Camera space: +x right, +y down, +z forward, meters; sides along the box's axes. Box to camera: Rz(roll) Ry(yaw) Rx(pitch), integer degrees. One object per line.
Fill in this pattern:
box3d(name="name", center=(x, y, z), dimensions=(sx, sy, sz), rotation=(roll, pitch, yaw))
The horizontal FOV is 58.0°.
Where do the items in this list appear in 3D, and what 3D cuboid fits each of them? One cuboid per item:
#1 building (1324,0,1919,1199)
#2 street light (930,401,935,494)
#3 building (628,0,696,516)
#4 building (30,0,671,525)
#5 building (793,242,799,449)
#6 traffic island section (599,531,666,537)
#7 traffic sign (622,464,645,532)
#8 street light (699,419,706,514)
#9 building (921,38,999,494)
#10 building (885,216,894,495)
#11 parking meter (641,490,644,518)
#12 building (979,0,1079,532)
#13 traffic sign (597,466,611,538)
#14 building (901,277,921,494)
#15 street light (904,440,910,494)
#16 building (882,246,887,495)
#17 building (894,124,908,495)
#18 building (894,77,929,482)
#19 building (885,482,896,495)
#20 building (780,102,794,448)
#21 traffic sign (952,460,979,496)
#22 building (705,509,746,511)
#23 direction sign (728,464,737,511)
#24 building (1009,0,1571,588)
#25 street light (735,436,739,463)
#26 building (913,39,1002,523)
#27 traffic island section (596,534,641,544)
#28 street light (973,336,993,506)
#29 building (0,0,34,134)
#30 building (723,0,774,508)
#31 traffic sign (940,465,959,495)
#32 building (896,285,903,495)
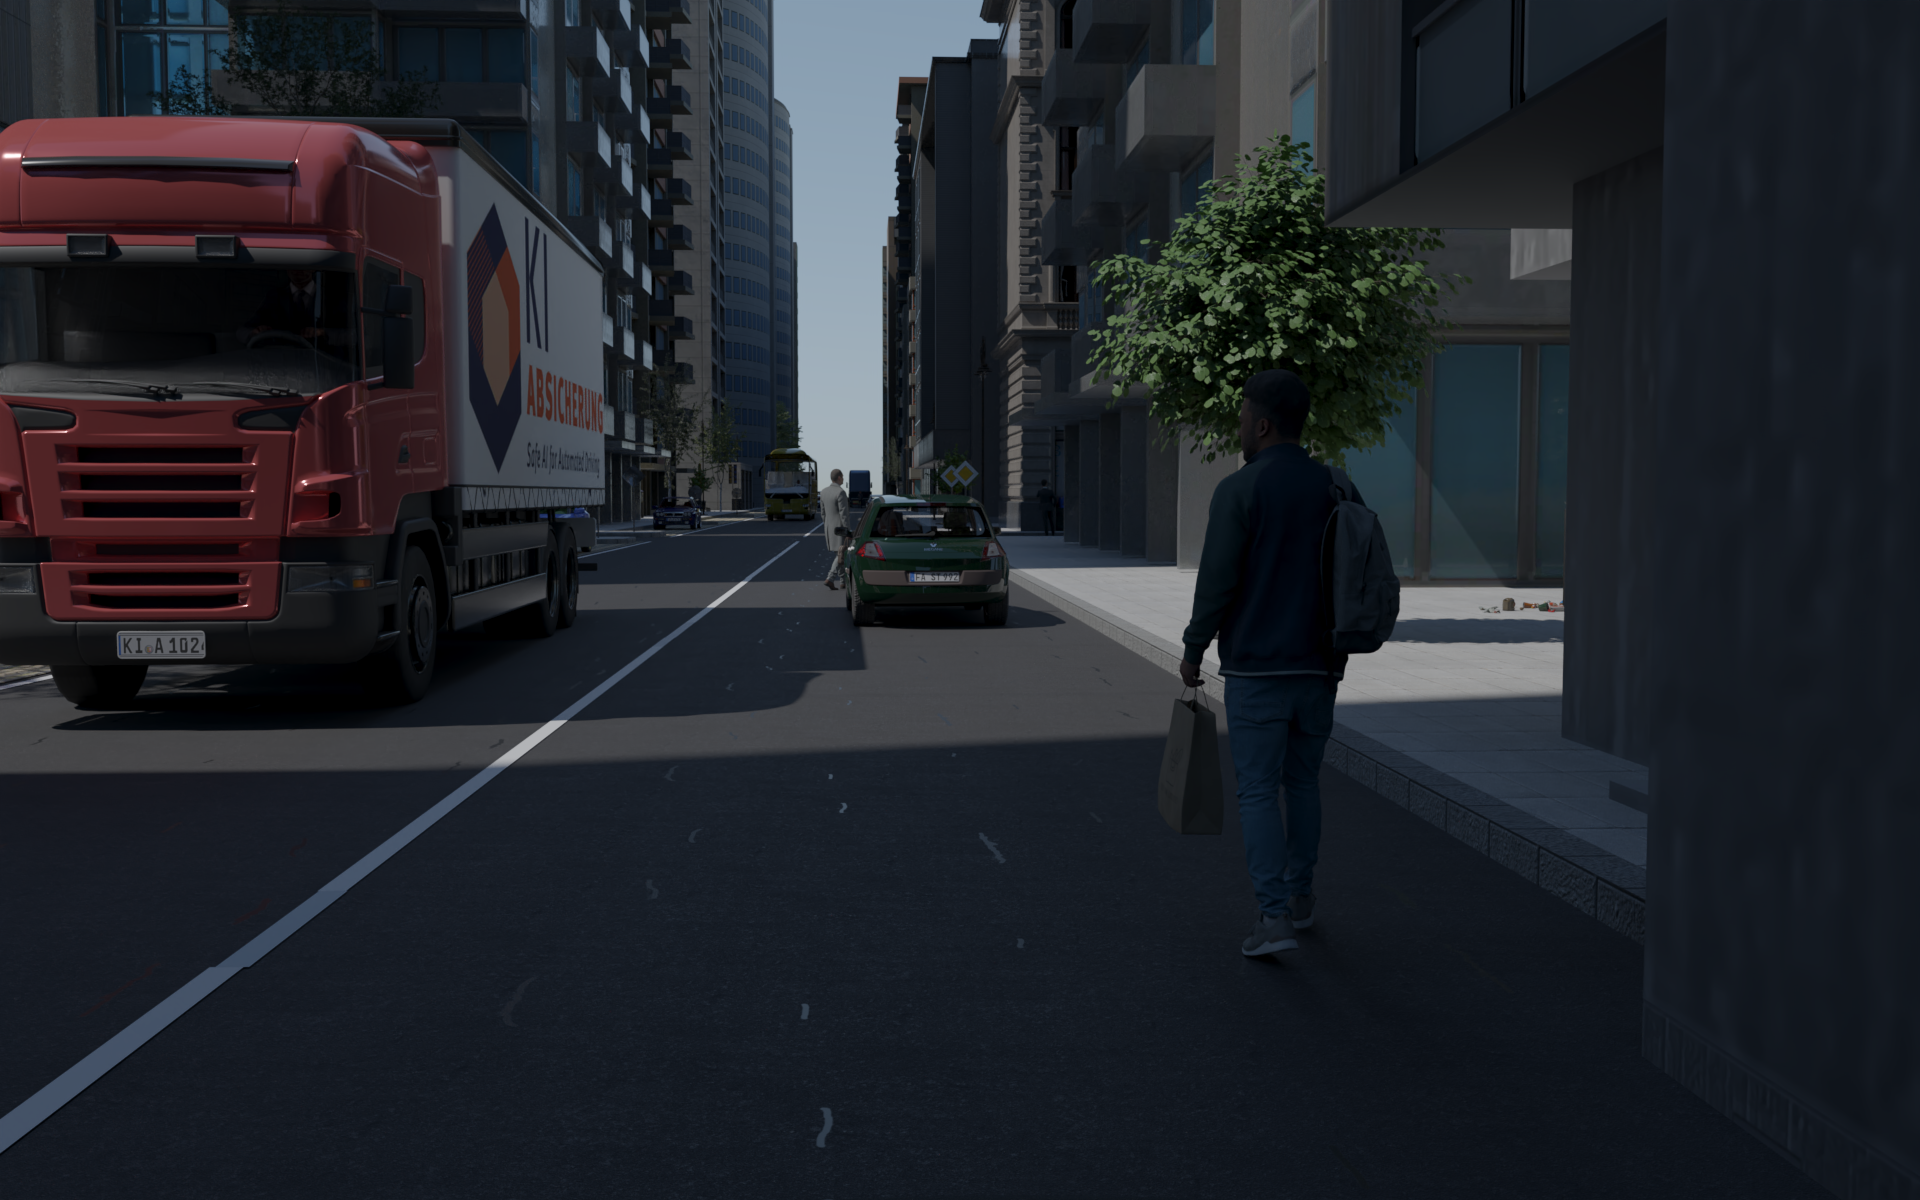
box3d(name="building", center=(8.649, -19.672, 5.236), dimensions=(14.154, 41.232, 14.086), rotation=(0, 4, -3))
box3d(name="street light", center=(-1.276, -6.908, 85.728), dimensions=(0.468, 5.910, 1.993), rotation=(0, 4, -3))
box3d(name="building", center=(-28.585, -27.777, 108.778), dimensions=(22.147, 44.769, 28.867), rotation=(0, 4, -3))
box3d(name="building", center=(-25.014, -27.620, 71.198), dimensions=(23.786, 49.044, 30.456), rotation=(0, 4, -3))
box3d(name="building", center=(-32.732, -36.037, 272.802), dimensions=(14.154, 41.232, 14.086), rotation=(0, 4, -3))
box3d(name="traffic island section", center=(-11.042, -2.219, 58.569), dimensions=(2.009, 0.180, 2.903), rotation=(0, 4, -3))
box3d(name="traffic sign", center=(-11.019, -3.356, 58.509), dimensions=(0.795, 2.450, 0.064), rotation=(0, 4, -3))
box3d(name="street light", center=(-15.850, -8.200, 106.854), dimensions=(0.468, 5.910, 1.993), rotation=(0, 4, -3))
box3d(name="building", center=(3.166, -20.920, 119.529), dimensions=(11.434, 29.767, 29.804), rotation=(0, 4, -3))
box3d(name="building", center=(-4.392, -37.977, 271.034), dimensions=(14.600, 45.320, 14.200), rotation=(0, 4, -3))
box3d(name="parking meter", center=(-17.103, -5.148, 92.575), dimensions=(0.372, 1.533, 0.369), rotation=(0, 3, 0))
box3d(name="building", center=(11.024, -14.370, 63.828), dimensions=(19.941, 23.489, 11.050), rotation=(0, 4, -3))
box3d(name="traffic sign", center=(-10.566, -2.868, 50.537), dimensions=(0.795, 2.450, 0.064), rotation=(0, 4, -3))
box3d(name="building", center=(9.007, -18.838, 153.036), dimensions=(27.650, 21.520, 28.899), rotation=(0, 4, -3))
box3d(name="street light", center=(-4.089, -9.845, 133.761), dimensions=(0.468, 5.910, 1.993), rotation=(0, 4, -3))
box3d(name="building", center=(-5.828, -36.861, 286.275), dimensions=(14.154, 41.232, 14.086), rotation=(0, 4, -3))
box3d(name="building", center=(0.051, -33.814, 202.972), dimensions=(14.600, 45.320, 14.200), rotation=(0, 4, -3))
box3d(name="building", center=(4.332, -32.219, 181.398), dimensions=(22.147, 44.769, 28.867), rotation=(0, 4, -3))
box3d(name="building", center=(5.252, -34.282, 252.395), dimensions=(32.217, 40.220, 23.993), rotation=(0, 4, -3))
box3d(name="building", center=(-35.179, -43.363, 250.976), dimensions=(21.231, 58.520, 28.212), rotation=(0, 4, -3))
box3d(name="traffic sign", center=(0.163, -2.904, 51.125), dimensions=(0.795, 2.450, 0.064), rotation=(0, 4, -3))
box3d(name="building", center=(-27.822, -43.061, 142.305), dimensions=(20.563, 71.187, 20.611), rotation=(0, 4, -3))
box3d(name="direction sign", center=(-17.317, -8.564, 132.010), dimensions=(0.379, 3.537, 0.876), rotation=(3, 4, 37))
box3d(name="building", center=(13.591, -25.439, 35.541), dimensions=(23.786, 49.044, 30.456), rotation=(0, 4, -3))
box3d(name="street light", center=(-17.390, -9.942, 135.343), dimensions=(0.468, 5.910, 1.993), rotation=(0, 4, -3))
box3d(name="building", center=(5.133, -16.563, 89.872), dimensions=(14.314, 24.678, 30.058), rotation=(0, 4, -3))
box3d(name="traffic island section", center=(-10.589, -1.732, 50.597), dimensions=(2.009, 0.180, 2.903), rotation=(0, 4, -3))
box3d(name="street light", center=(0.671, -4.764, 50.685), dimensions=(0.468, 5.910, 1.993), rotation=(0, 4, -3))
box3d(name="building", center=(-37.571, -27.112, 32.527), dimensions=(27.495, 52.752, 28.713), rotation=(0, 4, -3))
box3d(name="building", center=(-29.118, -38.255, 167.468), dimensions=(21.231, 58.520, 28.212), rotation=(0, 4, -3))
box3d(name="traffic sign", center=(-0.291, -3.392, 59.097), dimensions=(0.795, 2.450, 0.064), rotation=(0, 4, -3))
box3d(name="building", center=(-1.587, -28.204, 232.842), dimensions=(14.160, 30.474, 14.107), rotation=(0, 4, -3))
